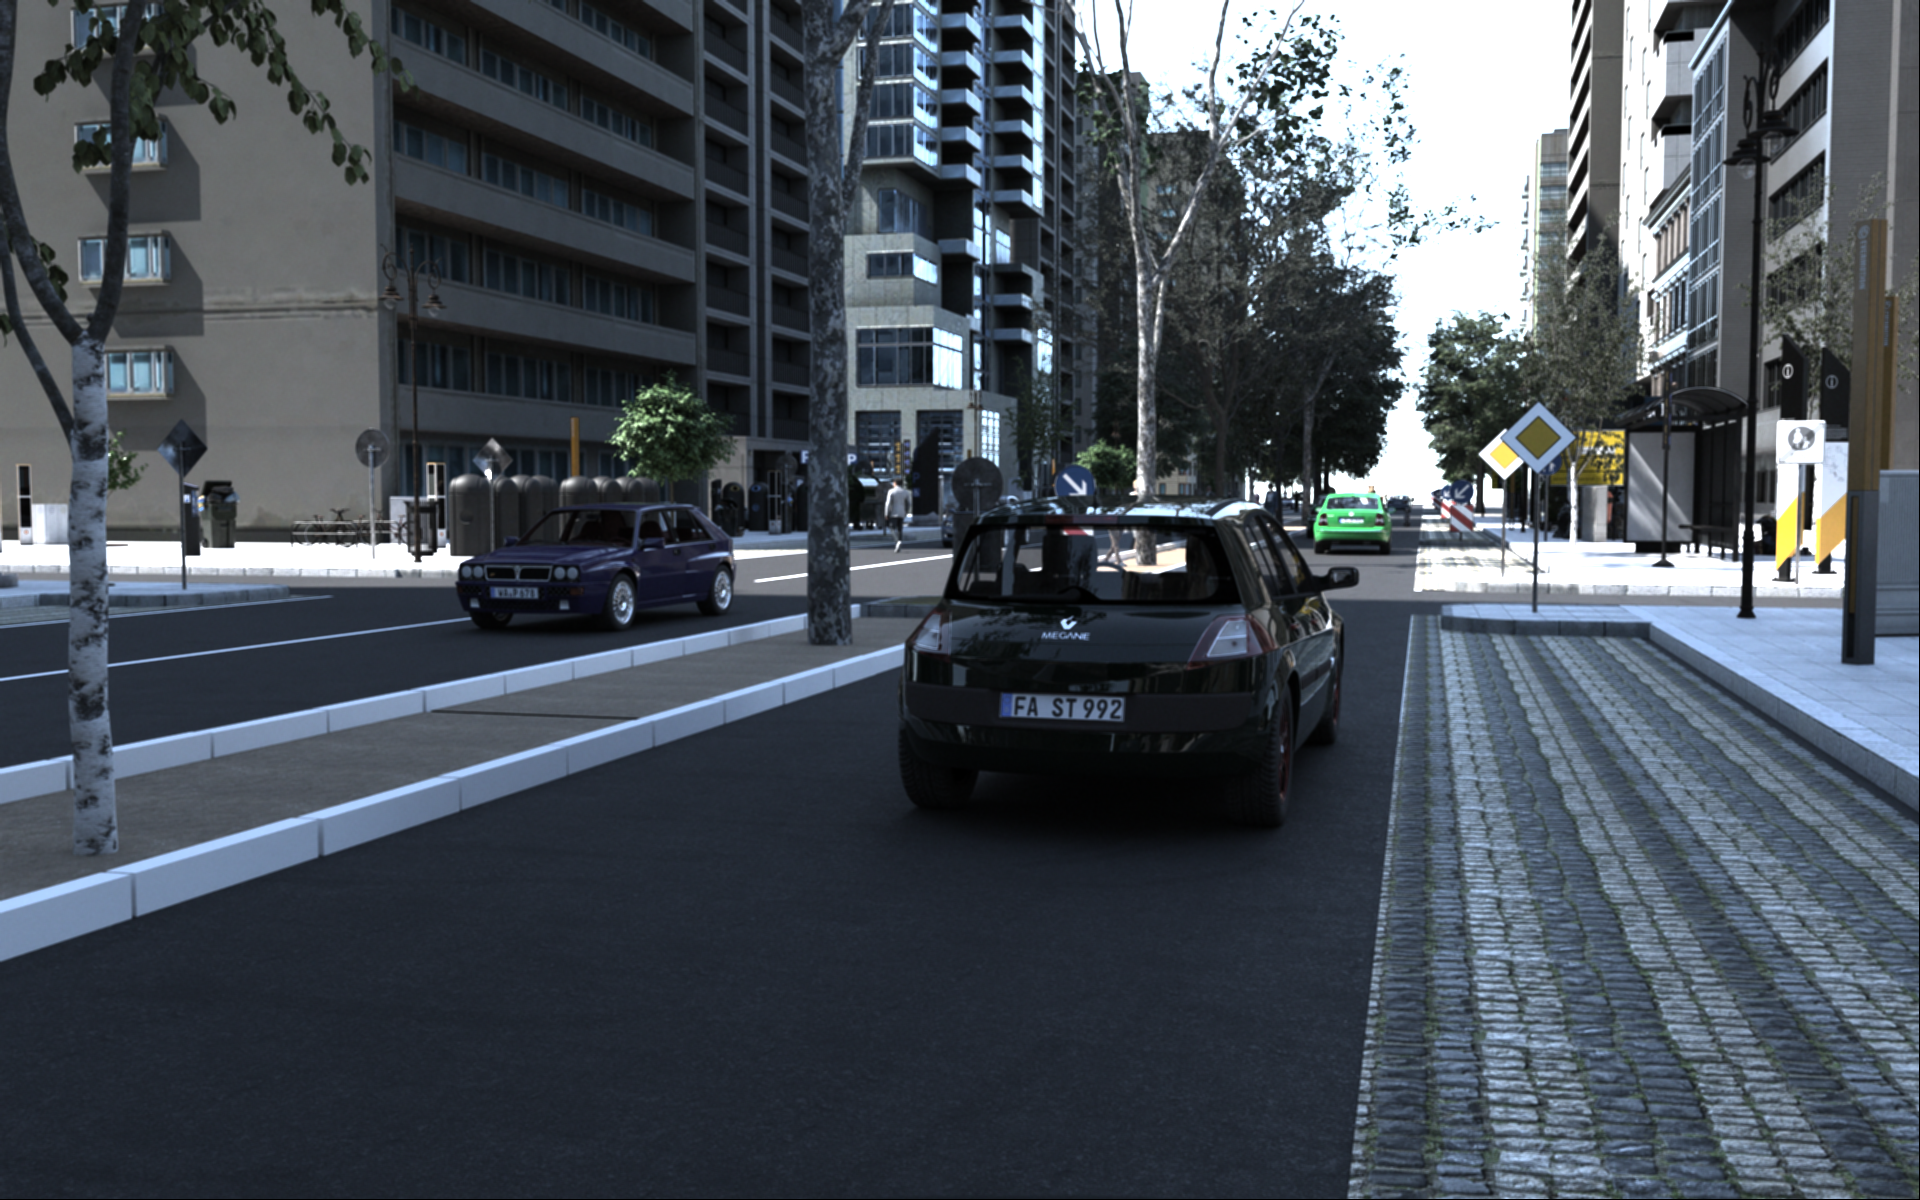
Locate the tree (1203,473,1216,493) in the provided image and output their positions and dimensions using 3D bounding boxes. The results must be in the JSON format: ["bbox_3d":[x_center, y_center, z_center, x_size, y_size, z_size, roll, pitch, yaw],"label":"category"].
[{"bbox_3d":[22.853,-9.928,156.917,1.663,3.219,1.824,0,3,0],"label":"tree"}]

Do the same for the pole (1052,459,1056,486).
[{"bbox_3d":[5.395,-6.466,99.555,0.158,3.312,0.155,0,3,0],"label":"pole"}]

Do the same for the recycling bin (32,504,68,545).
[{"bbox_3d":[-23.237,-1.928,44.079,0.722,1.027,0.722,1,4,19],"label":"recycling bin"}]

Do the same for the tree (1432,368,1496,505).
[{"bbox_3d":[45.886,-14.452,154.422,7.486,12.596,7.792,0,3,0],"label":"tree"}]

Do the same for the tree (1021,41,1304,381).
[{"bbox_3d":[6.983,-8.161,46.255,12.009,13.543,11.850,0,3,0],"label":"tree"}]

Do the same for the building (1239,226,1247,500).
[{"bbox_3d":[34.197,-34.797,252.522,14.154,41.232,14.086,1,4,15],"label":"building"}]

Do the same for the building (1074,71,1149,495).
[{"bbox_3d":[9.807,-29.410,164.440,14.154,41.232,14.086,1,4,15],"label":"building"}]

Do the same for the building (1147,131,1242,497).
[{"bbox_3d":[26.330,-37.431,235.697,21.300,48.544,21.600,1,4,15],"label":"building"}]

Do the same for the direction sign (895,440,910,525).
[{"bbox_3d":[-2.402,-4.908,72.242,0.876,3.537,0.379,3,5,42],"label":"direction sign"}]

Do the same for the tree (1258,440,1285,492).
[{"bbox_3d":[37.946,-16.036,212.550,4.737,8.622,4.395,0,3,0],"label":"tree"}]

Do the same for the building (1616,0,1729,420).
[{"bbox_3d":[57.189,-31.771,108.695,28.713,52.752,27.495,1,4,15],"label":"building"}]

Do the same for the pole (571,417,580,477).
[{"bbox_3d":[-10.225,-3.194,46.066,0.158,3.312,0.155,0,3,0],"label":"pole"}]

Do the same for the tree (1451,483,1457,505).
[{"bbox_3d":[59.563,-13.127,209.228,1.663,3.219,1.824,0,3,0],"label":"tree"}]

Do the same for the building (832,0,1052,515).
[{"bbox_3d":[-5.623,-49.514,122.225,22.319,86.520,31.000,1,4,15],"label":"building"}]

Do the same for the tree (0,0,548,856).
[{"bbox_3d":[-3.415,-3.305,6.864,4.737,8.622,4.395,0,3,0],"label":"tree"}]

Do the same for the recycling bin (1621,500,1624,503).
[{"bbox_3d":[30.288,-4.011,78.141,0.722,1.027,0.722,0,4,1],"label":"recycling bin"}]

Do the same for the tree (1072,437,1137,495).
[{"bbox_3d":[8.145,-7.140,100.450,4.285,4.588,4.351,0,3,0],"label":"tree"}]

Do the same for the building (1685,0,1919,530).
[{"bbox_3d":[35.471,-14.833,61.580,14.314,24.678,30.058,1,4,15],"label":"building"}]

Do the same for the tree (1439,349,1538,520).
[{"bbox_3d":[27.197,-8.349,86.875,4.737,8.622,4.395,0,3,0],"label":"tree"}]

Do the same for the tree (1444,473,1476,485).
[{"bbox_3d":[47.559,-11.072,164.733,4.285,4.588,4.351,0,3,0],"label":"tree"}]

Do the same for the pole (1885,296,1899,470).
[{"bbox_3d":[9.583,-1.475,17.965,0.158,3.312,0.155,0,3,0],"label":"pole"}]

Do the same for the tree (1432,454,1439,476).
[{"bbox_3d":[42.479,-11.812,143.493,4.737,8.622,4.395,0,3,0],"label":"tree"}]

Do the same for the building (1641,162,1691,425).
[{"bbox_3d":[40.428,-13.535,85.918,10.561,19.102,19.286,1,4,15],"label":"building"}]

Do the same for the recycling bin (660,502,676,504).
[{"bbox_3d":[-9.286,-2.519,53.742,0.722,1.027,0.722,1,4,18],"label":"recycling bin"}]

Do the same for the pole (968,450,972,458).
[{"bbox_3d":[0.438,-5.237,79.475,0.158,3.312,0.155,0,3,0],"label":"pole"}]

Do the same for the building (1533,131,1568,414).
[{"bbox_3d":[72.600,-31.400,196.990,14.154,41.232,14.086,1,4,15],"label":"building"}]

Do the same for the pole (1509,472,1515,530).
[{"bbox_3d":[19.670,-4.148,61.668,0.158,3.312,0.155,0,3,0],"label":"pole"}]

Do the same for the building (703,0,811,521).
[{"bbox_3d":[-16.207,-39.474,83.659,20.563,71.187,20.611,1,4,15],"label":"building"}]

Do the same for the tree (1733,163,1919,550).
[{"bbox_3d":[19.863,-5.448,39.439,4.360,8.622,3.978,0,3,0],"label":"tree"}]

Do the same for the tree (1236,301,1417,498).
[{"bbox_3d":[20.371,-10.799,96.021,9.611,12.733,9.660,0,3,0],"label":"tree"}]

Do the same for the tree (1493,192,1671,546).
[{"bbox_3d":[15.027,-5.611,42.096,4.360,8.622,3.978,0,3,0],"label":"tree"}]

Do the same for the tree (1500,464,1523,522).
[{"bbox_3d":[25.740,-5.254,80.509,1.663,3.219,1.824,0,3,0],"label":"tree"}]

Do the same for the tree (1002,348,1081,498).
[{"bbox_3d":[3.965,-8.402,87.738,4.737,8.622,4.395,0,3,0],"label":"tree"}]

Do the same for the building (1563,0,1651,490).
[{"bbox_3d":[59.106,-31.231,134.320,21.300,48.544,21.600,1,4,15],"label":"building"}]

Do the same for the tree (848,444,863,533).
[{"bbox_3d":[-3.977,-3.788,56.534,1.663,3.219,1.824,0,3,0],"label":"tree"}]

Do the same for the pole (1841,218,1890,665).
[{"bbox_3d":[6.783,-1.171,12.984,0.158,3.312,0.155,0,3,0],"label":"pole"}]

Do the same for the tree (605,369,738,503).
[{"bbox_3d":[-7.572,-3.749,45.016,4.285,4.588,4.351,0,3,0],"label":"tree"}]

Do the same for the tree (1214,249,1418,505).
[{"bbox_3d":[17.820,-10.802,85.721,9.857,13.997,8.962,0,3,0],"label":"tree"}]

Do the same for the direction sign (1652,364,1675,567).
[{"bbox_3d":[12.440,-2.356,30.518,0.379,3.537,0.876,2,4,28],"label":"direction sign"}]

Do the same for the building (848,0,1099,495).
[{"bbox_3d":[1.123,-43.382,147.554,20.563,71.187,20.611,1,4,15],"label":"building"}]

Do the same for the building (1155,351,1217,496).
[{"bbox_3d":[15.998,-22.476,212.528,27.650,21.520,28.899,1,4,15],"label":"building"}]

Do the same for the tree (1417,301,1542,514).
[{"bbox_3d":[34.240,-12.650,113.487,9.857,13.997,8.962,0,3,0],"label":"tree"}]

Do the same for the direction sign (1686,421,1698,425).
[{"bbox_3d":[22.140,-3.691,52.353,0.379,3.537,0.876,0,4,-3],"label":"direction sign"}]

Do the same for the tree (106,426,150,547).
[{"bbox_3d":[-20.982,-2.917,42.292,1.663,3.219,1.824,0,3,0],"label":"tree"}]

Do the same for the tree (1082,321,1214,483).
[{"bbox_3d":[13.061,-13.065,120.266,9.857,13.997,8.962,0,3,0],"label":"tree"}]

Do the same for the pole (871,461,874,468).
[{"bbox_3d":[-5.424,-6.927,107.093,0.158,3.312,0.155,0,3,0],"label":"pole"}]

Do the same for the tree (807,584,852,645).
[{"bbox_3d":[-0.288,-9.565,14.742,12.611,20.169,13.585,0,3,0],"label":"tree"}]

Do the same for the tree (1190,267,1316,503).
[{"bbox_3d":[9.223,-6.211,54.366,4.360,8.622,3.978,0,3,0],"label":"tree"}]

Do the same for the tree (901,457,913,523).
[{"bbox_3d":[-1.769,-4.995,76.265,1.663,3.219,1.824,0,3,0],"label":"tree"}]

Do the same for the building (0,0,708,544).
[{"bbox_3d":[-22.426,-26.436,55.937,21.300,48.544,21.600,1,4,15],"label":"building"}]
